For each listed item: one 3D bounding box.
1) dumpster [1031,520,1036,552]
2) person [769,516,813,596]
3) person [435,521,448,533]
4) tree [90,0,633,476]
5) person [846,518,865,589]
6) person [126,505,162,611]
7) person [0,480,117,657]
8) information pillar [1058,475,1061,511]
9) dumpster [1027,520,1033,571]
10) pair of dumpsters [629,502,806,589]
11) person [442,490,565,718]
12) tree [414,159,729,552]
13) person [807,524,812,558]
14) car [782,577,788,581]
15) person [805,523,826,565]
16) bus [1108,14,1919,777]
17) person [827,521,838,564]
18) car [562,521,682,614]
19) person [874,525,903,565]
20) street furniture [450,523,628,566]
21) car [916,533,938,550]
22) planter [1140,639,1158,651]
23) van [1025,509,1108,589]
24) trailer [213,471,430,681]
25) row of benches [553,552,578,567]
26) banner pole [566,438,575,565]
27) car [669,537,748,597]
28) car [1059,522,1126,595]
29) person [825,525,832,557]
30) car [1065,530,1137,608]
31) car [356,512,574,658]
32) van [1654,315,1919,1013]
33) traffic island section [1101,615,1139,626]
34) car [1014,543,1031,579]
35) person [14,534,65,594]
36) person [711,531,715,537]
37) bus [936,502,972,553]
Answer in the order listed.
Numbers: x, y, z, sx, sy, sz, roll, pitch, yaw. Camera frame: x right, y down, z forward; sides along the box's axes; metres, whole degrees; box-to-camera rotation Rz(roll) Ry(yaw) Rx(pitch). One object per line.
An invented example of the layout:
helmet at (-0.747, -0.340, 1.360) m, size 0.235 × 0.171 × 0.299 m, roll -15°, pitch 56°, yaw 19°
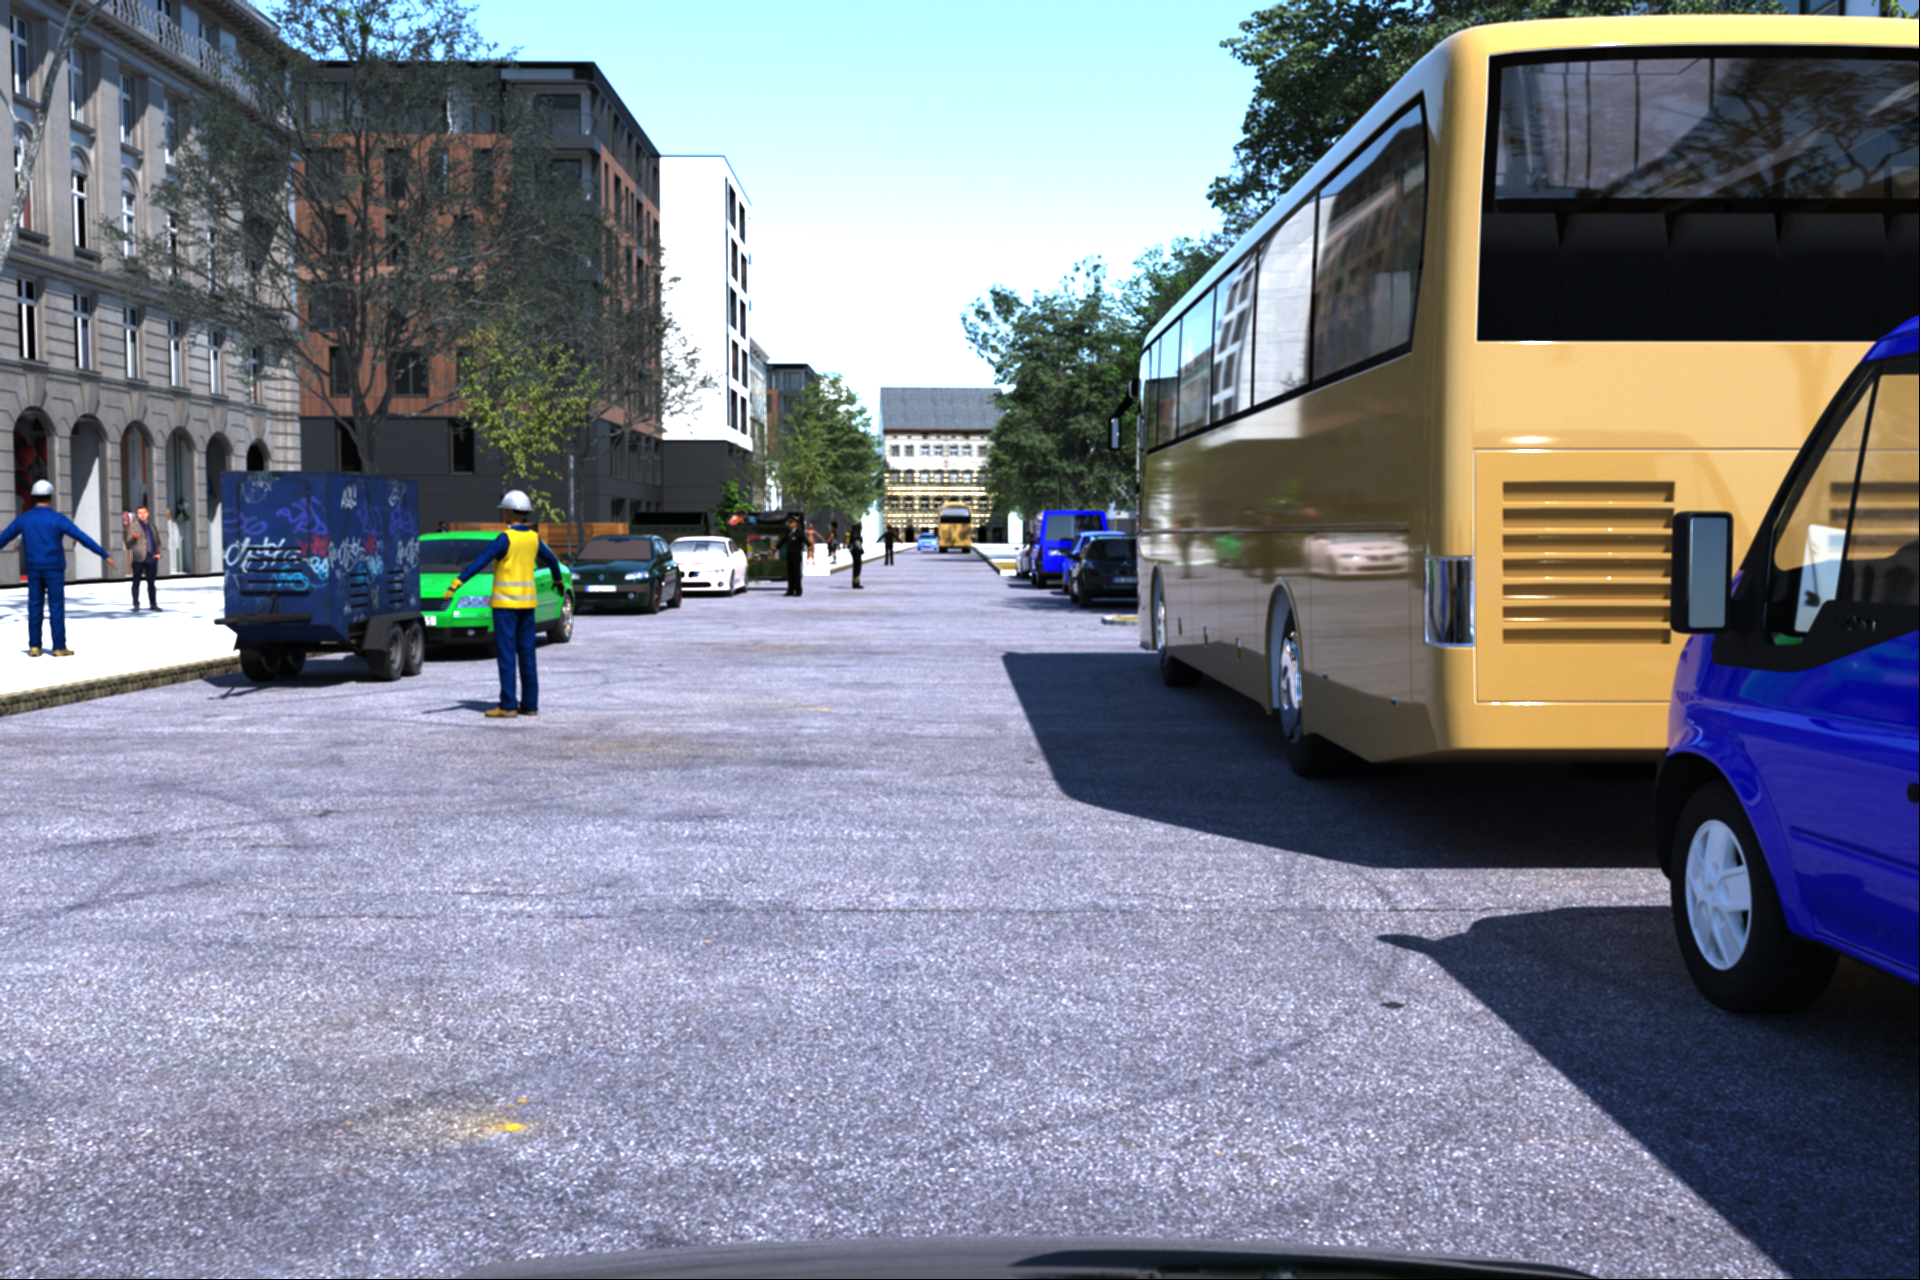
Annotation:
dumpster at (3.066, -2.658, 51.669) m, size 1.865 × 1.857 × 1.264 m, roll 0°, pitch 3°, yaw 0°
person at (-3.847, -1.925, 39.873) m, size 1.347 × 1.837 × 0.705 m, roll 3°, pitch 4°, yaw 37°
person at (-18.695, -3.428, 62.765) m, size 0.721 × 1.740 × 1.216 m, roll 3°, pitch 5°, yaw 43°
tree at (-12.251, -7.670, 35.770) m, size 12.009 × 13.543 × 11.850 m, roll 0°, pitch 3°, yaw 0°
person at (-2.680, -2.277, 45.470) m, size 0.705 × 1.856 × 1.354 m, roll 0°, pitch 4°, yaw -8°
person at (-13.447, -1.350, 28.651) m, size 0.617 × 1.759 × 0.750 m, roll -3°, pitch 5°, yaw -40°
person at (-9.564, -0.749, 18.130) m, size 1.347 × 1.842 × 0.705 m, roll 0°, pitch 4°, yaw -7°
information pillar at (3.966, -4.746, 68.953) m, size 0.183 × 3.616 × 0.504 m, roll 0°, pitch 4°, yaw 0°
dumpster at (3.024, -2.790, 53.837) m, size 1.865 × 1.857 × 1.264 m, roll 0°, pitch 4°, yaw 0°
pair of dumpsters at (-6.193, -2.409, 44.336) m, size 4.436 × 2.255 × 1.574 m, roll 0°, pitch 4°, yaw 0°
person at (-3.560, -0.289, 13.655) m, size 0.721 × 1.772 × 1.216 m, roll 2°, pitch 4°, yaw 33°
tree at (-12.854, -9.021, 57.869) m, size 12.009 × 13.543 × 11.850 m, roll 0°, pitch 3°, yaw 0°
person at (-7.962, -5.216, 91.460) m, size 0.705 × 1.806 × 1.347 m, roll 0°, pitch 4°, yaw -4°
car at (-6.037, -2.771, 54.104) m, size 1.959 × 1.807 × 4.718 m, roll 0°, pitch 3°, yaw 0°
person at (-6.191, -3.981, 71.894) m, size 1.217 × 1.733 × 0.721 m, roll -1°, pitch 4°, yaw -13°
bus at (3.126, -1.314, 13.029) m, size 2.896 × 3.916 × 12.252 m, roll 0°, pitch 4°, yaw 0°
person at (-5.435, -4.171, 74.335) m, size 0.704 × 1.843 × 1.345 m, roll 1°, pitch 4°, yaw 9°
car at (-6.277, -1.373, 32.237) m, size 2.009 × 1.686 × 4.222 m, roll 0°, pitch 4°, yaw 0°
person at (-3.253, -4.341, 79.360) m, size 1.347 × 1.837 × 0.705 m, roll -1°, pitch 4°, yaw -13°
street furniture at (-16.689, -3.907, 70.727) m, size 11.010 × 1.723 × 9.812 m, roll 3°, pitch 4°, yaw 36°
car at (-2.882, -8.773, 153.027) m, size 1.945 × 1.707 × 3.694 m, roll 0°, pitch 3°, yaw 0°
planter at (3.302, -0.039, 21.780) m, size 1.991 × 0.319 × 1.994 m, roll 0°, pitch 4°, yaw 0°
van at (2.945, -2.613, 47.106) m, size 2.240 × 2.365 × 5.245 m, roll 0°, pitch 4°, yaw 0°
trailer at (-6.198, -0.574, 16.431) m, size 1.471 × 1.999 × 3.904 m, roll 0°, pitch 3°, yaw 0°
row of benches at (-15.009, -2.849, 62.042) m, size 4.104 × 0.672 × 1.422 m, roll 1°, pitch 4°, yaw 18°
banner pole at (-10.186, -3.385, 45.360) m, size 0.401 × 3.779 × 0.863 m, roll 0°, pitch 3°, yaw 0°
car at (-6.120, -1.753, 41.021) m, size 2.083 × 1.381 × 4.827 m, roll 0°, pitch 4°, yaw 0°
car at (3.357, -1.942, 41.344) m, size 1.945 × 1.707 × 3.694 m, roll 0°, pitch 4°, yaw 0°
person at (-7.427, -5.622, 98.053) m, size 0.705 × 1.813 × 1.348 m, roll -1°, pitch 4°, yaw -14°
car at (3.158, -1.537, 34.915) m, size 2.009 × 1.686 × 4.222 m, roll 0°, pitch 4°, yaw 0°
car at (-6.054, -0.774, 21.455) m, size 1.959 × 1.807 × 4.718 m, roll 0°, pitch 4°, yaw 0°
van at (3.204, 0.057, 3.450) m, size 2.240 × 2.365 × 5.245 m, roll 0°, pitch 3°, yaw 0°
traffic island section at (3.294, -0.303, 27.828) m, size 1.991 × 0.108 × 1.994 m, roll 0°, pitch 4°, yaw 0°
car at (2.850, -2.736, 57.095) m, size 2.083 × 1.381 × 4.827 m, roll 0°, pitch 4°, yaw -1°
person at (-19.826, -1.884, 37.262) m, size 1.216 × 1.778 × 0.721 m, roll 1°, pitch 4°, yaw 11°
person at (-10.854, -4.062, 75.674) m, size 0.991 × 1.433 × 0.599 m, roll -2°, pitch 4°, yaw -28°
bus at (-0.432, -8.668, 133.275) m, size 2.896 × 3.916 × 12.252 m, roll 0°, pitch 4°, yaw -1°
